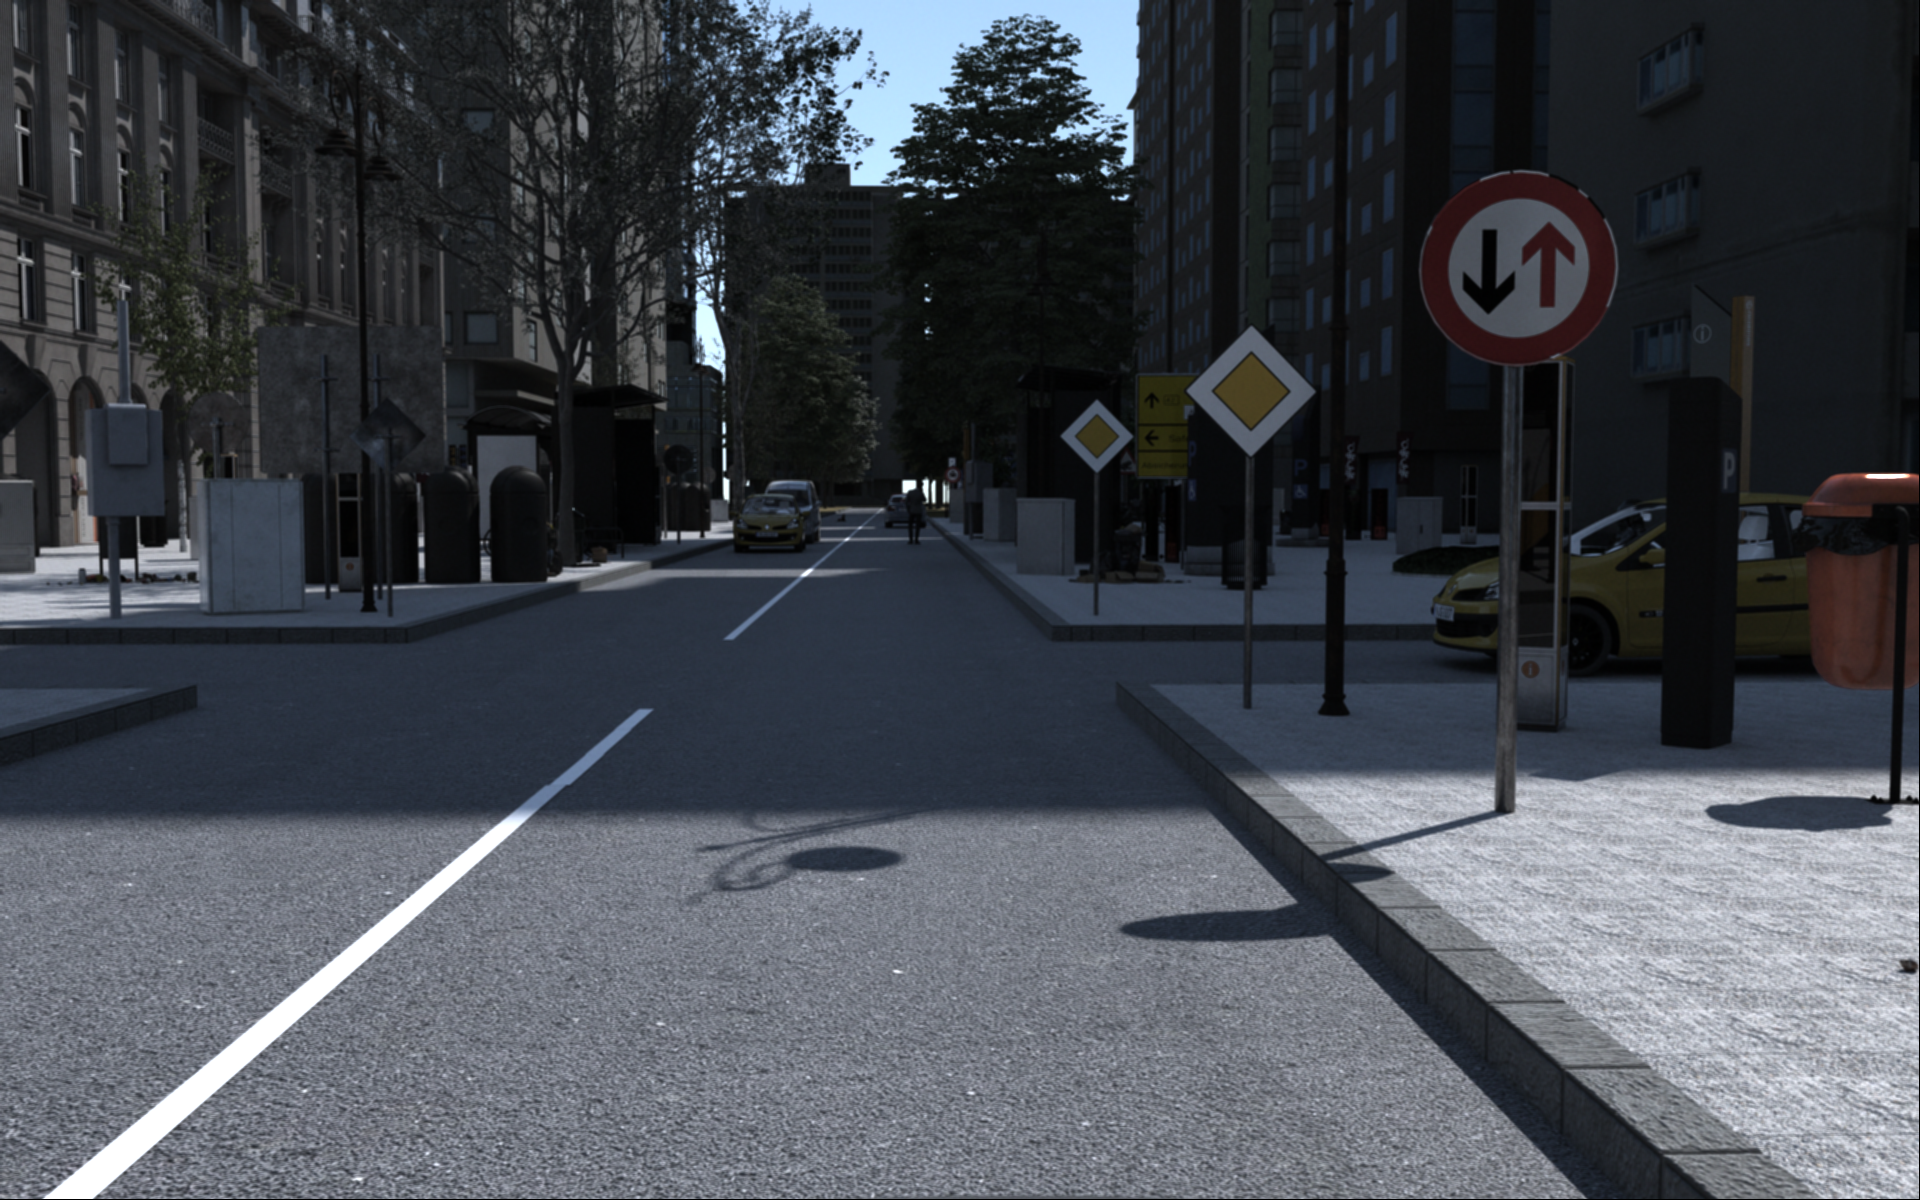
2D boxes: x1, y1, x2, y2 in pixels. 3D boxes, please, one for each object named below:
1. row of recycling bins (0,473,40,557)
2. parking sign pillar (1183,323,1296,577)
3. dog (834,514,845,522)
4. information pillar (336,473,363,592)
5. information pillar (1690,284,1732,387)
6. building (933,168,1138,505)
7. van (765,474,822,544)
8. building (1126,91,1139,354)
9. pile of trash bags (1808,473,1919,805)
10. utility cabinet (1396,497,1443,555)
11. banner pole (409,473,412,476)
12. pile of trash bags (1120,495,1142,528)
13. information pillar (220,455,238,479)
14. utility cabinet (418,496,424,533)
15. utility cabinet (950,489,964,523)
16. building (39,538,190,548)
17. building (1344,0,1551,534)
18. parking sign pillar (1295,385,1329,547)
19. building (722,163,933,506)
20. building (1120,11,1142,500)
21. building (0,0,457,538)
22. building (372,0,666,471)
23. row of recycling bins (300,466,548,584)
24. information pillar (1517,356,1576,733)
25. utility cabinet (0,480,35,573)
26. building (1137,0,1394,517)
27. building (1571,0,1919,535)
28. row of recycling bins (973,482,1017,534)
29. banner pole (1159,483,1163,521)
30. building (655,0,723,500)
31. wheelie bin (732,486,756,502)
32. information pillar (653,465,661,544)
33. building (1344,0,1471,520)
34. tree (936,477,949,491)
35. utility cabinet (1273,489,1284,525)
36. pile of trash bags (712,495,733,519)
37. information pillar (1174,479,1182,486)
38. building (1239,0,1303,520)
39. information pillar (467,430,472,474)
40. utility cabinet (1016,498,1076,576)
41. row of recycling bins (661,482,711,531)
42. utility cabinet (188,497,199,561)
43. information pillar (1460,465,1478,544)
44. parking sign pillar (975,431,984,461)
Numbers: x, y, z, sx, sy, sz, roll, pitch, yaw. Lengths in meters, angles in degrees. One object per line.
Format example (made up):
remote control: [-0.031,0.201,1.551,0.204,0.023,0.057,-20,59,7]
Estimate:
row of recycling bins: [-19.126,-1.653,34.136,1.069,1.692,3.534,0,4,-7]
parking sign pillar: [4.288,-2.385,27.460,1.447,3.967,1.447,-1,4,-14]
dog: [-6.230,-4.286,90.263,0.748,0.427,0.550,-1,4,-14]
information pillar: [-7.980,-1.112,22.679,0.304,2.012,0.304,-1,4,-11]
information pillar: [8.321,-1.706,19.251,0.183,3.616,0.504,-3,4,-38]
building: [8.423,-31.550,207.726,23.993,40.220,32.217,0,4,-2]
van: [-5.053,-2.705,51.238,2.013,2.044,4.112,0,4,-1]
building: [35.197,-37.714,205.854,27.495,52.752,28.713,0,4,-2]
pile of trash bags: [5.310,0.150,7.301,3.447,1.369,1.912,0,4,4]
utility cabinet: [9.615,-1.537,36.297,0.306,1.237,1.020,-2,4,-33]
banner pole: [-14.303,-3.315,44.215,0.401,3.779,0.863,2,4,33]
pile of trash bags: [3.004,-2.144,44.811,1.912,1.369,3.447,-3,5,-40]
information pillar: [-13.645,-1.702,32.317,0.304,2.012,0.304,-1,4,-12]
utility cabinet: [-17.926,-2.794,56.848,1.020,1.237,0.306,2,4,34]
utility cabinet: [0.105,-4.158,76.657,1.173,1.500,0.318,3,4,36]
building: [-27.538,-12.268,42.376,13.314,21.916,24.055,0,4,-2]
building: [20.684,-25.154,61.372,14.600,45.320,14.200,0,4,-2]
parking sign pillar: [8.448,-3.289,42.254,1.447,3.967,1.447,1,4,23]
building: [-15.773,-31.461,206.262,23.993,40.220,32.217,0,4,-2]
building: [22.653,-50.546,139.097,22.319,86.520,31.000,0,4,-2]
building: [-28.727,-13.735,66.359,13.314,21.916,24.055,0,4,-2]
building: [-38.602,-33.644,139.321,27.495,52.752,28.713,0,4,-2]
row of recycling bins: [-7.782,-1.102,25.130,3.534,1.692,1.069,0,4,-6]
information pillar: [3.149,-0.302,9.436,0.304,2.012,0.304,2,4,28]
utility cabinet: [-15.462,-1.162,27.670,1.173,1.500,0.318,-2,4,-29]
building: [19.957,-28.598,117.690,14.600,45.320,14.200,0,4,-2]
building: [26.033,-25.492,40.500,21.600,48.544,21.300,0,4,-2]
row of recycling bins: [1.694,-3.078,57.441,1.069,1.692,3.534,3,5,41]
banner pole: [9.676,-5.704,83.277,0.401,3.779,0.863,1,4,16]
building: [-43.350,-54.142,197.894,31.000,86.520,22.319,0,4,-2]
wheelie bin: [-8.396,-3.621,67.118,0.693,1.594,0.980,-3,5,-41]
information pillar: [-7.890,-2.444,44.452,0.304,2.012,0.304,1,4,22]
building: [20.738,-27.730,103.502,14.600,45.320,14.200,0,4,-2]
tree: [-2.077,-13.150,165.358,4.360,8.622,3.978,0,3,0]
utility cabinet: [12.711,-3.817,71.083,1.173,1.500,0.318,3,5,41]
pile of trash bags: [-11.991,-4.900,89.871,3.447,1.369,1.912,-3,4,-36]
information pillar: [10.301,-5.504,81.348,0.504,3.616,0.183,1,4,21]
building: [20.636,-24.466,83.610,14.154,41.232,14.086,0,4,-2]
information pillar: [-14.107,-3.610,50.379,0.183,3.616,0.504,2,4,24]
utility cabinet: [1.368,-1.005,27.599,0.306,1.237,1.020,-3,5,-45]
row of recycling bins: [-9.803,-3.289,60.888,1.069,1.692,3.534,-2,4,-33]
utility cabinet: [-14.757,-1.380,33.721,0.306,1.237,1.020,-2,4,-33]
information pillar: [12.978,-2.426,44.162,0.304,2.012,0.304,-1,4,-13]
parking sign pillar: [0.981,-5.309,75.278,1.447,3.967,1.447,-1,4,-10]
